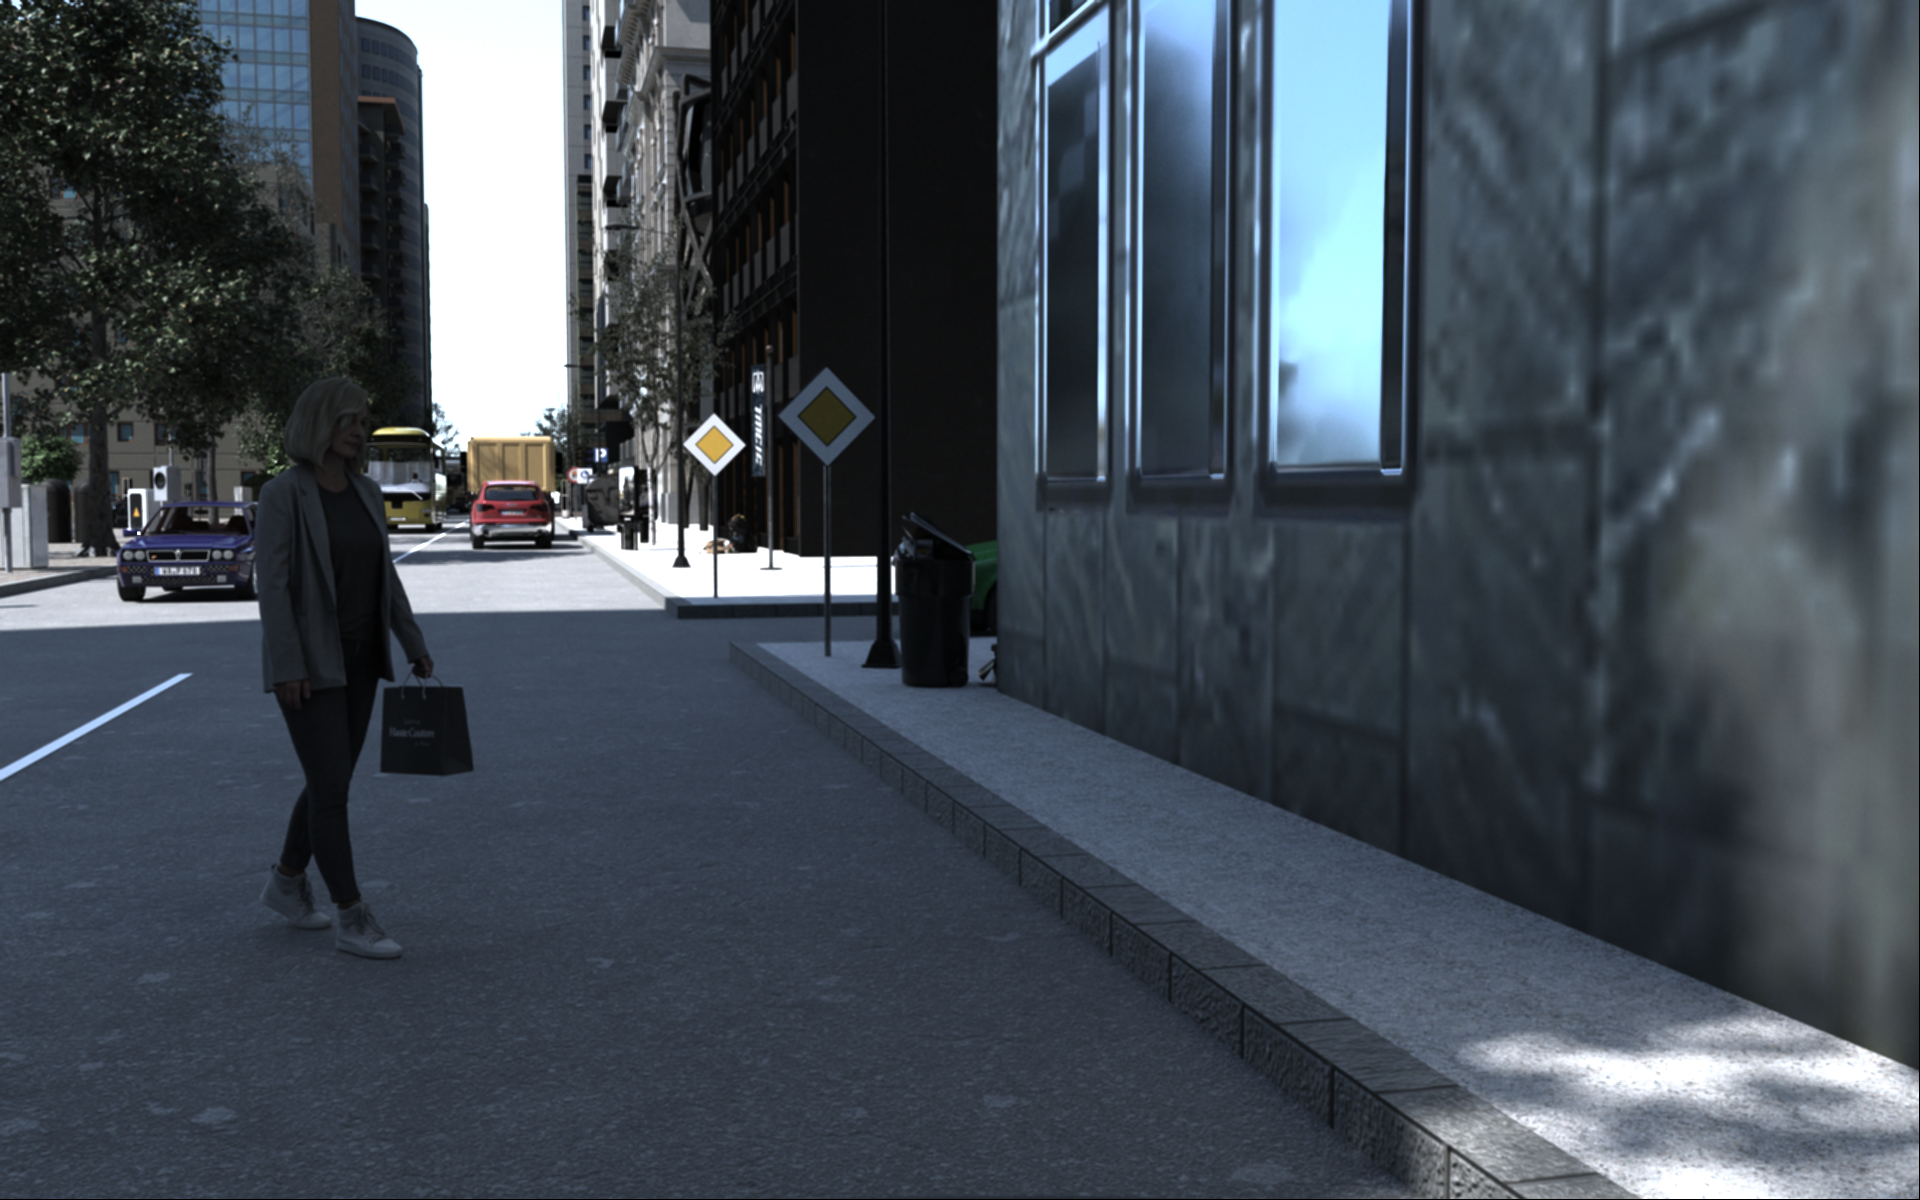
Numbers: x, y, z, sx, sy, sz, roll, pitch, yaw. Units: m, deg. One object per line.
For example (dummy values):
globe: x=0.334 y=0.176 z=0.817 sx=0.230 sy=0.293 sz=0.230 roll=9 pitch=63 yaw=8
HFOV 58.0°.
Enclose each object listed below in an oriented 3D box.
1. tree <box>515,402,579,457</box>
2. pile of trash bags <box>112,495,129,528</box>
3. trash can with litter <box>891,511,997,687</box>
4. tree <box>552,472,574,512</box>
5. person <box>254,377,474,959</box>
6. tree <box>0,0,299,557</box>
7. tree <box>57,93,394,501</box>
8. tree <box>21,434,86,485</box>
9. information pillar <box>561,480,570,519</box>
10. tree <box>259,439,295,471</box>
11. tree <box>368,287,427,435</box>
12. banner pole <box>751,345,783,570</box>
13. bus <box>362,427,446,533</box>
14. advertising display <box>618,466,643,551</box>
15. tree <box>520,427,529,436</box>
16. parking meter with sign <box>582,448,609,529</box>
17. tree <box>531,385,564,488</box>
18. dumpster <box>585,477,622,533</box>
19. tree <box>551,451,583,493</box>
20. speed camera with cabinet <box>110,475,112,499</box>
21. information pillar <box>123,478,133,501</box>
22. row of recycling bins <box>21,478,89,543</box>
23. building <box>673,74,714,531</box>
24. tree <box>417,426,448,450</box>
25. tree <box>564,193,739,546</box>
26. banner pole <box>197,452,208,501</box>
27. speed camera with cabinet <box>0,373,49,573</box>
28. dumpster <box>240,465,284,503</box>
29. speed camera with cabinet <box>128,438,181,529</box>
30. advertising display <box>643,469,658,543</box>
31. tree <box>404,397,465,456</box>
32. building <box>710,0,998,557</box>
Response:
tree: x=-41.647 y=-14.704 z=174.826 sx=8.767 sy=10.594 sz=7.601 roll=-1 pitch=4 yaw=-21
pile of trash bags: x=-33.595 y=-3.654 z=69.499 sx=3.447 sy=1.369 sz=1.912 roll=0 pitch=4 yaw=-8
trash can with litter: x=0.068 y=-0.019 z=11.694 sx=1.055 sy=1.170 sz=0.624 roll=0 pitch=4 yaw=-3
tree: x=-28.973 y=-8.009 z=125.548 sx=1.663 sy=3.219 sz=1.824 roll=0 pitch=3 yaw=0
person: x=-1.981 y=0.189 z=5.593 sx=0.728 sy=1.800 sz=0.709 roll=2 pitch=4 yaw=29
tree: x=-17.659 y=-7.245 z=35.471 sx=9.611 sy=12.733 sz=9.660 roll=0 pitch=3 yaw=0
tree: x=-21.903 y=-8.547 z=50.113 sx=12.009 sy=13.543 sz=11.850 roll=0 pitch=3 yaw=0
tree: x=-42.763 y=-5.952 z=81.024 sx=4.285 sy=4.588 sz=4.351 roll=0 pitch=3 yaw=0
information pillar: x=-20.206 y=-5.152 z=88.731 sx=0.304 sy=2.012 sz=0.304 roll=1 pitch=4 yaw=11
tree: x=-23.949 y=-4.048 z=60.785 sx=1.663 sy=3.219 sz=1.824 roll=0 pitch=3 yaw=0
tree: x=-30.965 y=-10.261 z=84.778 sx=9.611 sy=12.733 sz=9.660 roll=0 pitch=3 yaw=0
banner pole: x=-3.342 y=-2.411 z=29.438 sx=0.401 sy=3.779 sz=0.863 roll=-3 pitch=4 yaw=-36
bus: x=-21.483 y=-4.629 z=67.226 sx=2.896 sy=3.916 sz=12.252 roll=-1 pitch=4 yaw=-14
advertising display: x=-7.552 y=-2.097 z=39.505 sx=0.123 sy=1.923 sz=0.974 roll=-2 pitch=4 yaw=-33
tree: x=-35.810 y=-12.226 z=150.263 sx=4.360 sy=8.622 sz=3.978 roll=0 pitch=3 yaw=0
parking meter with sign: x=-13.634 y=-4.180 z=64.602 sx=0.543 sy=3.016 sz=1.738 roll=0 pitch=4 yaw=7
tree: x=-25.239 y=-9.879 z=111.883 sx=4.360 sy=8.622 sz=3.978 roll=0 pitch=3 yaw=0
dumpster: x=-11.880 y=-3.198 z=58.050 sx=1.264 sy=1.857 sz=1.865 roll=-1 pitch=4 yaw=-14
tree: x=-29.829 y=-8.920 z=129.554 sx=4.285 sy=4.588 sz=4.351 roll=0 pitch=3 yaw=0
speed camera with cabinet: x=-38.062 y=-5.002 z=76.115 sx=0.660 sy=3.252 sz=2.038 roll=0 pitch=4 yaw=0
information pillar: x=-38.320 y=-4.605 z=79.789 sx=0.304 sy=2.012 sz=0.304 roll=0 pitch=4 yaw=7
row of recycling bins: x=-24.184 y=-2.348 z=45.502 sx=3.534 sy=1.692 sz=1.069 roll=0 pitch=4 yaw=1
building: x=-2.358 y=-12.110 z=65.456 sx=16.820 sy=18.784 sz=16.811 roll=-1 pitch=4 yaw=-14
tree: x=-54.564 y=-13.896 z=177.563 sx=4.360 sy=8.622 sz=3.978 roll=0 pitch=3 yaw=0
tree: x=-7.550 y=-5.630 z=42.407 sx=4.360 sy=8.622 sz=3.978 roll=0 pitch=3 yaw=0
banner pole: x=-31.423 y=-5.004 z=71.840 sx=0.401 sy=3.779 sz=0.863 roll=1 pitch=4 yaw=18
speed camera with cabinet: x=-15.926 y=-2.122 z=29.030 sx=0.660 sy=3.252 sz=2.038 roll=-1 pitch=4 yaw=-12
dumpster: x=-23.231 y=-3.401 z=58.092 sx=1.502 sy=2.255 sz=1.985 roll=-1 pitch=4 yaw=-14
speed camera with cabinet: x=-26.633 y=-3.846 z=57.218 sx=2.038 sy=3.252 sz=0.660 roll=2 pitch=4 yaw=30
advertising display: x=-8.255 y=-2.459 z=45.424 sx=0.123 sy=1.923 sz=0.974 roll=2 pitch=4 yaw=24
tree: x=-50.481 y=-14.099 z=164.931 sx=7.601 sy=10.594 sz=8.767 roll=-1 pitch=4 yaw=-11
building: x=0.774 y=-13.080 z=43.536 sx=12.332 sy=23.373 sz=15.834 roll=-1 pitch=4 yaw=-14
